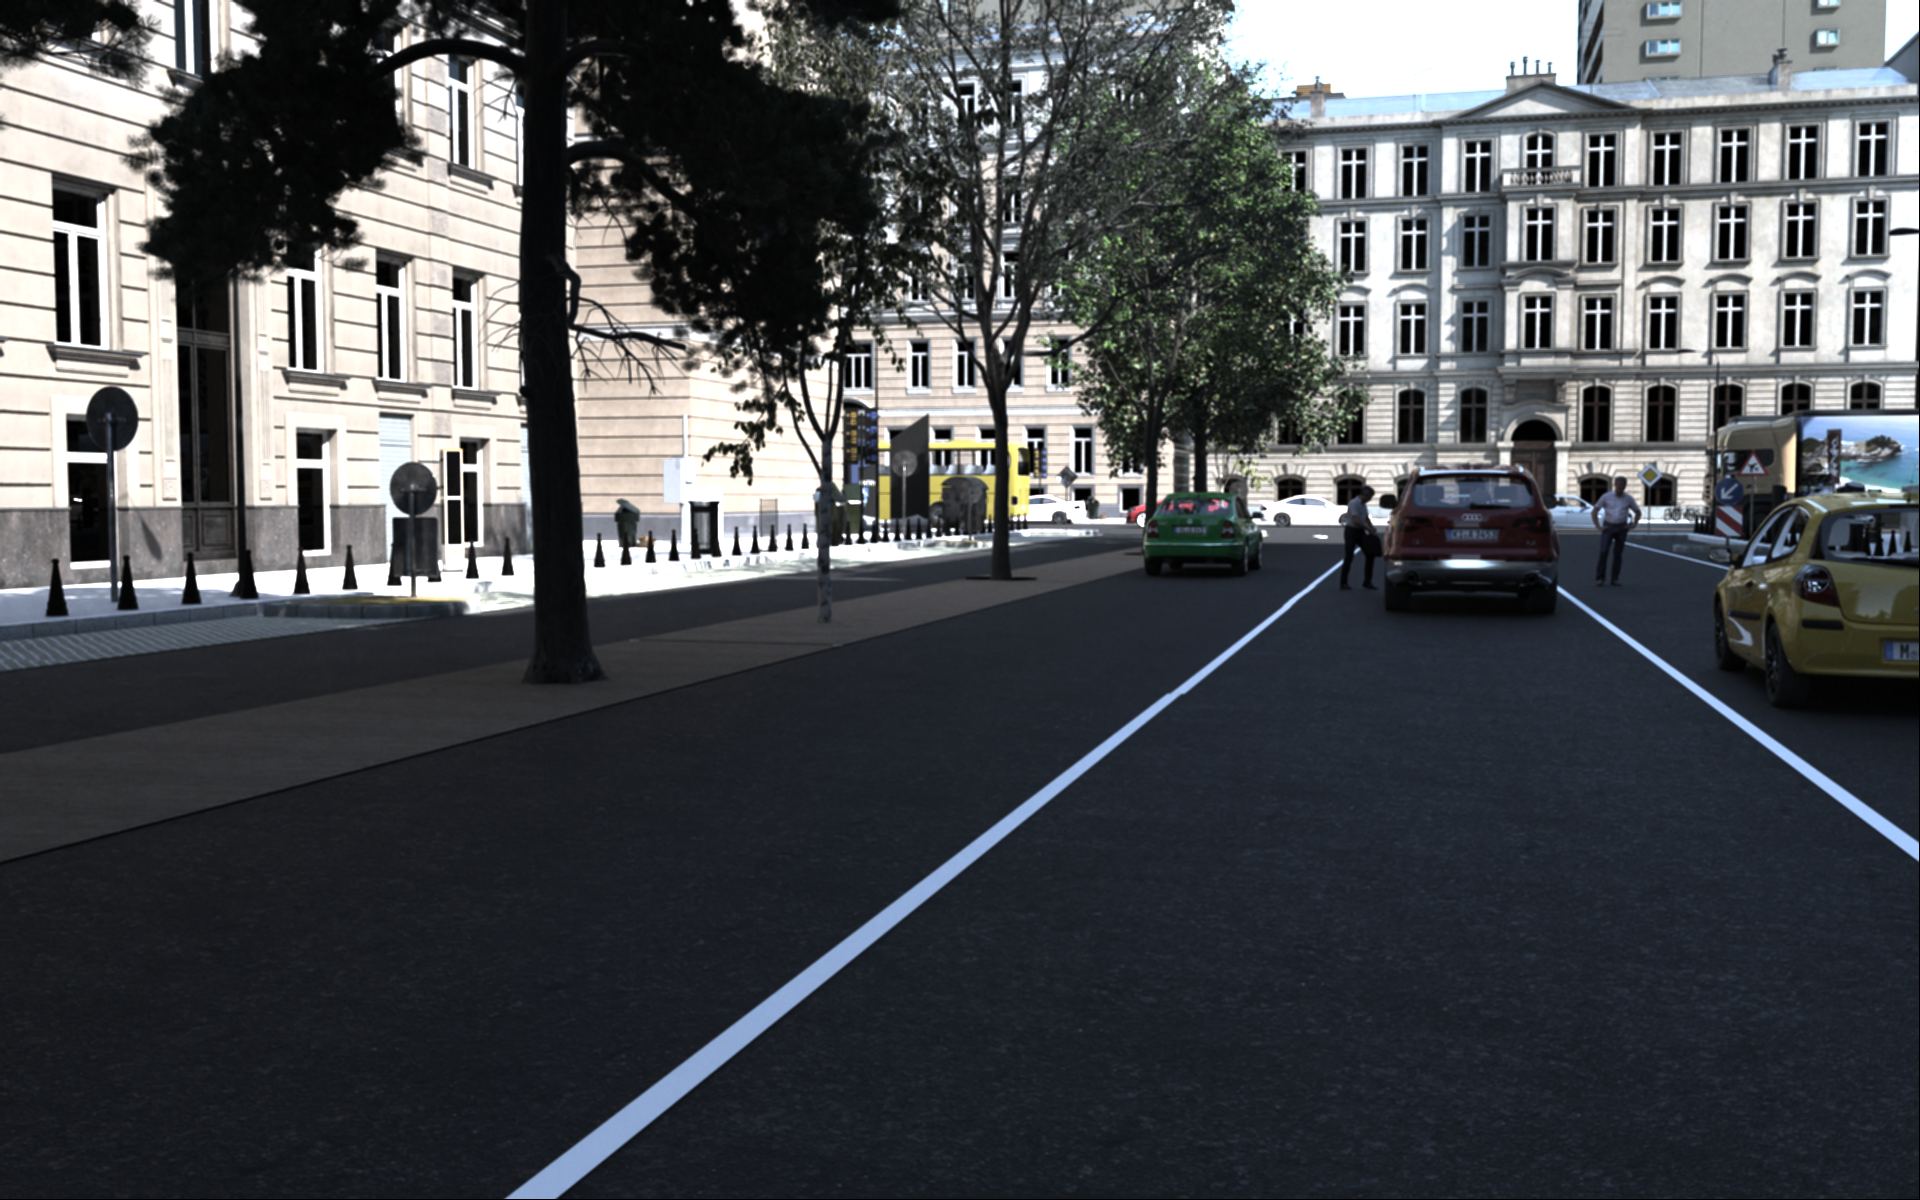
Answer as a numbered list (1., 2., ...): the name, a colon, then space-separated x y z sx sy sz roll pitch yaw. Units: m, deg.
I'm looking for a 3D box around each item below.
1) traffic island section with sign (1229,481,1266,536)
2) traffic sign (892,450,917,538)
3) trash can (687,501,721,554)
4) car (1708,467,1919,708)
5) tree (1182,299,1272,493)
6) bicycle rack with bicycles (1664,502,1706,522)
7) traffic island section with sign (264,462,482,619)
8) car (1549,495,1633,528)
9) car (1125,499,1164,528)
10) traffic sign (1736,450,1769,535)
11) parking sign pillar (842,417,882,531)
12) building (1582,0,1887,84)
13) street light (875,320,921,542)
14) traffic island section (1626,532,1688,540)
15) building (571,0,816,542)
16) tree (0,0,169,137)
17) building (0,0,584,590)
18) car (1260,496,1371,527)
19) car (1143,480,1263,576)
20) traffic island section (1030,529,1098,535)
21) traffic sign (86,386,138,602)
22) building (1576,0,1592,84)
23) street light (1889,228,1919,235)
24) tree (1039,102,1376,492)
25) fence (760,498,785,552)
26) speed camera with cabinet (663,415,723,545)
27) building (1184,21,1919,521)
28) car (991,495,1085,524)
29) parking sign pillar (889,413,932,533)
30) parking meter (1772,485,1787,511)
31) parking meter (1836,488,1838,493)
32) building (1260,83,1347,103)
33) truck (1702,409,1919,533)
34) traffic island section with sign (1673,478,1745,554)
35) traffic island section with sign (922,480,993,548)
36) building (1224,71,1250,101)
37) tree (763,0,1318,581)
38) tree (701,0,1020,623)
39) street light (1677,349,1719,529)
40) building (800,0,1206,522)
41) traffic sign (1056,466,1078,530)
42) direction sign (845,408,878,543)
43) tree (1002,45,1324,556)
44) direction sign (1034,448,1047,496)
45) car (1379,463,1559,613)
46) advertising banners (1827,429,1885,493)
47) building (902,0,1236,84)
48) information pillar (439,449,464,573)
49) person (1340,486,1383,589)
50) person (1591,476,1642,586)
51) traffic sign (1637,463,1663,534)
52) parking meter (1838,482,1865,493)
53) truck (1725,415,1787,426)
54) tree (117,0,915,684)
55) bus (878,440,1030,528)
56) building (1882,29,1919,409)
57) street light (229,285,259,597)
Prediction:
1. traffic island section with sign: 9.560 -3.165 59.892 2.006 1.907 1.989 1 4 15
2. traffic sign: -1.626 -3.072 50.333 0.768 2.556 0.104 1 4 16
3. trash can: -5.484 -1.562 37.187 0.748 1.137 0.748 0 3 0
4. car: 6.680 -0.157 12.784 2.015 1.641 3.980 1 4 16
5. tree: 8.627 -6.355 56.717 4.737 8.622 4.395 0 3 0
6. bicycle rack with bicycles: 33.538 -4.051 79.611 2.925 0.926 2.852 -1 4 -23
7. traffic island section with sign: -6.866 -0.740 20.732 1.989 1.847 2.006 1 4 15
8. car: 23.310 -3.311 66.145 4.499 1.417 2.014 1 4 16
9. car: 9.259 -3.948 73.594 4.494 1.783 2.155 1 4 16
10. traffic sign: 23.429 -3.133 51.223 0.884 2.594 0.081 2 4 25
11. parking sign pillar: -3.481 -4.419 60.719 1.447 3.967 1.447 -3 4 -37
12. building: 65.789 -32.200 150.167 21.300 48.544 21.600 1 4 15
13. street light: -1.720 -4.521 46.453 1.470 5.913 1.316 1 4 15
14. traffic island section: 22.359 -2.074 56.189 2.009 0.180 2.903 1 4 15
15. building: -14.862 -16.425 54.454 20.117 28.700 13.634 1 4 15
16. tree: -5.440 -5.836 5.303 7.806 13.903 7.818 0 3 0
17. building: -17.078 -14.107 27.907 12.463 27.353 25.104 1 4 15
18. car: 15.574 -3.897 76.071 4.827 1.381 2.083 1 4 15
19. car: 4.521 -1.408 31.821 1.959 1.807 4.718 1 4 15
20. traffic island section: 3.738 -2.382 61.219 2.009 0.180 2.903 1 4 15
21. traffic sign: -10.032 -1.246 20.480 0.768 2.556 0.104 1 4 18
22. building: 76.488 -45.961 189.722 20.563 71.187 20.611 1 4 15
23. street light: 16.904 -3.530 30.256 1.470 5.913 1.316 1 4 15
24. tree: 6.921 -7.955 49.532 9.611 12.733 9.660 0 3 0
25. fence: -4.353 -1.730 39.497 0.480 1.192 2.264 0 4 4
26. speed camera with cabinet: -6.780 -3.037 43.990 0.660 3.252 2.038 1 4 22
27. building: 29.498 -16.538 89.475 34.723 24.649 14.460 1 4 15
28. car: 3.641 -4.350 83.489 4.827 1.381 2.083 1 4 13
29. parking sign pillar: -1.679 -4.255 58.049 1.447 3.967 1.447 0 4 3
30. parking meter: 23.145 -2.479 48.949 0.372 1.533 0.369 0 3 0
31. parking meter: 25.200 -2.510 49.456 0.372 1.533 0.369 0 3 0
32. building: 42.384 -43.554 254.112 28.212 58.520 21.231 1 4 15
33. truck: 30.457 -4.240 58.242 11.283 4.237 2.839 1 4 15
34. traffic island section with sign: 18.736 -2.087 42.751 1.989 1.847 2.006 1 4 15
35. traffic island section with sign: 0.201 -2.340 46.891 1.989 1.847 2.006 1 4 15
36. building: 24.166 -32.783 186.115 14.600 45.320 14.200 1 4 15
37. tree: 0.675 -7.060 28.260 12.009 13.543 11.850 0 3 0
38. tree: -1.456 -4.060 19.196 4.360 8.622 3.978 0 3 0
39. street light: 23.643 -5.074 55.496 1.470 5.913 1.316 1 4 15
40. building: 3.075 -19.007 96.665 20.117 28.700 13.634 1 4 15
41. traffic sign: 3.762 -3.517 61.151 0.795 2.450 0.064 1 4 15
42. direction sign: -2.581 -3.271 45.473 0.876 3.537 0.379 1 4 9
43. tree: 4.504 -6.838 40.012 9.928 11.665 9.643 0 3 0
44. direction sign: 3.964 -5.738 85.810 0.876 3.537 0.379 -3 5 -42
45. car: 6.615 -0.850 22.576 2.281 1.827 5.304 1 4 15
46. advertising banners: 23.790 -3.051 46.079 0.090 3.025 2.074 -1 4 -15
47. building: 10.830 -35.379 167.687 28.713 52.752 27.495 1 4 15
48. information pillar: -8.303 -1.456 28.304 0.304 2.012 0.304 -2 4 -30
49. person: 6.048 -0.940 26.083 0.590 1.554 0.614 3 4 38
50. person: 10.304 -1.085 27.183 0.756 1.711 0.436 1 4 16
51. traffic sign: 22.334 -3.210 56.118 0.795 2.450 0.064 1 4 15
52. parking meter: 18.647 -1.695 36.122 0.372 1.533 0.369 0 3 0
53. truck: 33.429 -4.445 61.582 11.283 4.237 2.839 1 4 16
54. tree: -3.120 -5.406 12.907 6.751 12.117 7.091 0 3 0
55. bus: -3.256 -5.032 73.812 12.252 3.916 2.896 1 4 15
56. building: 58.600 -17.669 82.401 24.014 27.812 14.314 1 4 15
57. street light: -8.479 -2.990 21.430 1.470 5.913 1.316 1 4 15
